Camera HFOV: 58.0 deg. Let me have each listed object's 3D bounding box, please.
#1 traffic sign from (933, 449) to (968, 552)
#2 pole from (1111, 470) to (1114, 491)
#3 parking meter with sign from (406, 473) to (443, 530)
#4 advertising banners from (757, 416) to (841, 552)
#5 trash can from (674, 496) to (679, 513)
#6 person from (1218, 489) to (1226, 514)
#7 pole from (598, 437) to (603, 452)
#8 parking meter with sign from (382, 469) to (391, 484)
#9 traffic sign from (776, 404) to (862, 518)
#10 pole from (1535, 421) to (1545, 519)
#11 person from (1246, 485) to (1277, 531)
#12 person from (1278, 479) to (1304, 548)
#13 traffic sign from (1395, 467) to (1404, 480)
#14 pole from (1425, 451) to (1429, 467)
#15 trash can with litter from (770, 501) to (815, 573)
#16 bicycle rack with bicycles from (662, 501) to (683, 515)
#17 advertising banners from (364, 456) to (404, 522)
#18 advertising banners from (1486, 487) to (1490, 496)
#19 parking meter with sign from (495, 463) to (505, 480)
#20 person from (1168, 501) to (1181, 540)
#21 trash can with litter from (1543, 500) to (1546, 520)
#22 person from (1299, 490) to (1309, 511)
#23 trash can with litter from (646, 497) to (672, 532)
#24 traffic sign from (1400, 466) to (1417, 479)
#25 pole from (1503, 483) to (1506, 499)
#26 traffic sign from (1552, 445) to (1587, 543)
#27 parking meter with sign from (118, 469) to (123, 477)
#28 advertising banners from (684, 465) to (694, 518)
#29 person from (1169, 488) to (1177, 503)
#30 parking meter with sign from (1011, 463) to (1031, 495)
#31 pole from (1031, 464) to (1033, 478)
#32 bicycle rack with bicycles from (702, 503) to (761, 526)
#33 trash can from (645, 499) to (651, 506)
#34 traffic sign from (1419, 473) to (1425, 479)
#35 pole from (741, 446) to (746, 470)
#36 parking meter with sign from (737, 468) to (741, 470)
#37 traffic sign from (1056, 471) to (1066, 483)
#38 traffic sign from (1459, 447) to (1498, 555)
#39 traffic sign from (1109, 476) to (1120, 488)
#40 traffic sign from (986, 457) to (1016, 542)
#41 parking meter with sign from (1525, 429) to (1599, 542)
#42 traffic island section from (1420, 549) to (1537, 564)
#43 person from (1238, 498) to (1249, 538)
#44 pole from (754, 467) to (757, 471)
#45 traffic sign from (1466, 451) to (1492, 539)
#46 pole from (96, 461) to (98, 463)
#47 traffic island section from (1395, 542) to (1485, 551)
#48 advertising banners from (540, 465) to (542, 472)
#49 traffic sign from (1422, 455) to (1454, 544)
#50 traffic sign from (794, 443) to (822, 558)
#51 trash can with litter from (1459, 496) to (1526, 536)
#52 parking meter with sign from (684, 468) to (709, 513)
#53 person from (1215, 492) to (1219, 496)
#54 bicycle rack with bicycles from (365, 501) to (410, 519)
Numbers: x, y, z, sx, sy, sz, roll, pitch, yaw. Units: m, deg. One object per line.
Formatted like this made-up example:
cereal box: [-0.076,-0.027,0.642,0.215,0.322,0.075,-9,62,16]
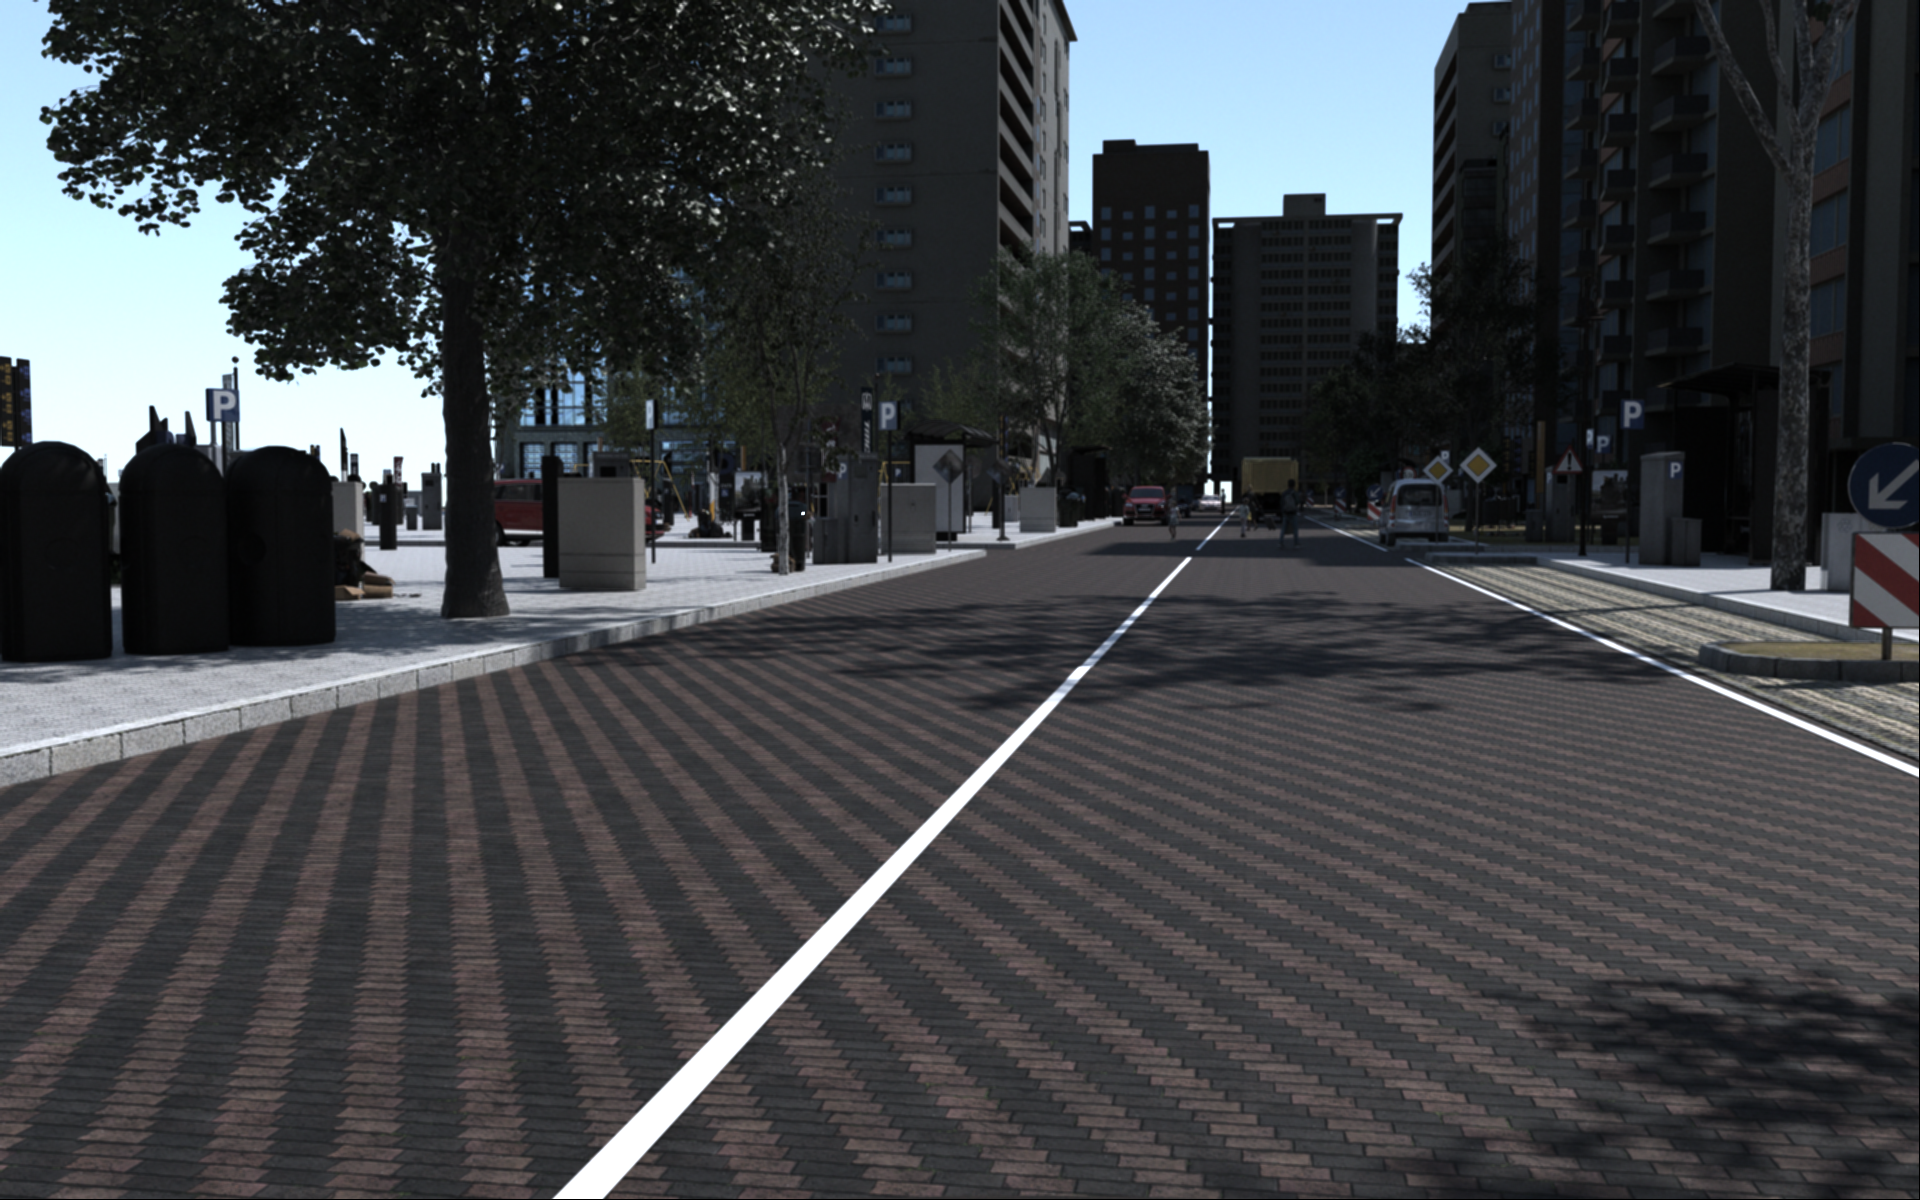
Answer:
traffic sign: [-0.226,-2.137,38.577,0.795,2.450,0.064,1,4,9]
pole: [10.655,-7.771,120.892,0.158,3.312,0.155,0,3,0]
parking meter with sign: [-18.890,-4.015,61.904,1.738,3.016,0.543,-1,4,-13]
advertising banners: [-3.553,-2.587,38.478,2.074,3.025,0.090,-2,4,-31]
trash can: [-19.875,-6.650,120.379,0.748,1.137,0.748,0,3,0]
person: [18.727,-7.035,123.513,0.705,1.826,1.348,2,4,26]
pole: [-12.965,-4.199,62.495,0.158,3.312,0.155,0,3,0]
parking meter with sign: [-40.506,-7.704,122.222,0.543,3.016,1.738,-2,4,-26]
traffic sign: [-3.125,-2.784,39.390,2.265,3.308,0.079,1,4,17]
pole: [16.238,-3.341,48.471,0.158,3.312,0.155,0,3,0]
person: [11.778,-3.638,68.196,1.509,1.804,0.699,-1,4,-19]
person: [8.663,-2.268,45.568,0.713,1.824,0.794,-2,4,-25]
traffic sign: [20.768,-4.955,81.127,0.768,2.556,0.104,1,4,15]
pole: [21.927,-5.352,81.344,0.158,3.312,0.155,0,3,0]
trash can with litter: [-2.778,-1.050,28.560,0.624,1.170,1.055,0,4,6]
bicycle rack with bicycles: [-18.438,-5.808,108.339,2.852,0.926,2.925,-1,4,-14]
advertising banners: [-26.540,-5.117,79.848,0.090,3.025,2.074,3,5,40]
advertising banners: [31.861,-6.655,104.999,0.090,3.025,2.074,0,4,0]
parking meter with sign: [-25.862,-6.197,97.577,0.543,3.016,1.738,-1,4,-18]
person: [6.697,-2.459,53.719,0.382,1.210,0.505,-3,4,-39]
trash can with litter: [29.071,-4.564,86.003,0.624,1.170,1.055,-2,4,-29]
person: [28.338,-8.170,142.610,0.750,1.759,0.617,-1,4,-14]
trash can with litter: [-10.338,-2.915,59.054,0.624,1.170,1.055,2,4,25]
traffic sign: [20.670,-4.881,79.910,0.768,2.556,0.104,1,4,13]
pole: [34.835,-7.150,110.746,0.158,3.312,0.155,0,3,0]
traffic sign: [15.976,-2.780,45.451,0.884,2.594,0.081,1,4,15]
parking meter with sign: [-58.952,-7.617,120.799,0.543,3.016,1.738,1,4,11]
advertising banners: [-14.482,-5.908,92.776,0.090,3.025,2.074,0,4,5]
person: [12.402,-5.672,101.417,0.728,1.800,0.709,-2,4,-33]
parking meter with sign: [3.633,-6.082,95.700,0.543,3.016,1.738,-3,5,-42]
pole: [4.797,-7.444,115.553,0.158,3.312,0.155,0,3,0]
bicycle rack with bicycles: [-9.402,-3.558,71.558,2.852,0.926,2.925,-1,4,-17]
trash can: [-8.979,-2.240,48.278,0.748,1.137,0.748,0,3,0]
traffic sign: [26.654,-6.094,99.636,0.884,2.594,0.081,1,4,18]
pole: [-9.138,-4.851,73.153,0.158,3.312,0.155,0,3,0]
parking meter with sign: [-14.942,-7.307,115.733,0.543,3.016,1.738,-1,4,-14]
traffic sign: [5.615,-5.964,97.614,0.768,2.556,0.104,1,4,15]
traffic sign: [10.959,-2.021,36.687,0.795,2.450,0.064,1,4,9]
traffic sign: [10.706,-7.333,120.003,0.768,2.556,0.104,1,4,12]
traffic sign: [1.095,-2.618,46.453,0.795,2.450,0.064,1,4,9]
parking meter with sign: [16.043,-3.061,46.303,1.738,3.016,0.543,0,4,-8]
traffic island section: [10.983,-0.886,36.761,2.009,0.180,2.903,1,4,9]
person: [9.355,-2.705,57.006,0.425,1.301,0.394,2,4,31]
pole: [-14.597,-7.953,123.866,0.158,3.312,0.155,0,3,0]
traffic sign: [14.919,-3.045,49.890,0.768,2.556,0.104,1,4,16]
pole: [-53.231,-6.907,106.774,0.158,3.312,0.155,0,3,0]
traffic island section: [12.304,-1.367,44.636,2.009,0.180,2.903,1,4,9]
advertising banners: [-23.955,-6.540,103.113,2.074,3.025,0.090,0,4,4]
traffic sign: [12.280,-2.503,44.563,0.795,2.450,0.064,1,4,9]
traffic sign: [-3.032,-1.983,34.555,0.606,2.300,0.079,1,4,16]
trash can with litter: [16.618,-2.567,53.027,2.233,1.210,1.678,2,4,30]
parking meter with sign: [-17.441,-7.292,115.490,1.738,3.016,0.543,1,4,9]
person: [28.963,-11.361,195.176,0.541,1.710,0.530,1,4,11]
bicycle rack with bicycles: [-29.186,-4.582,88.293,2.852,0.926,2.925,0,4,4]
